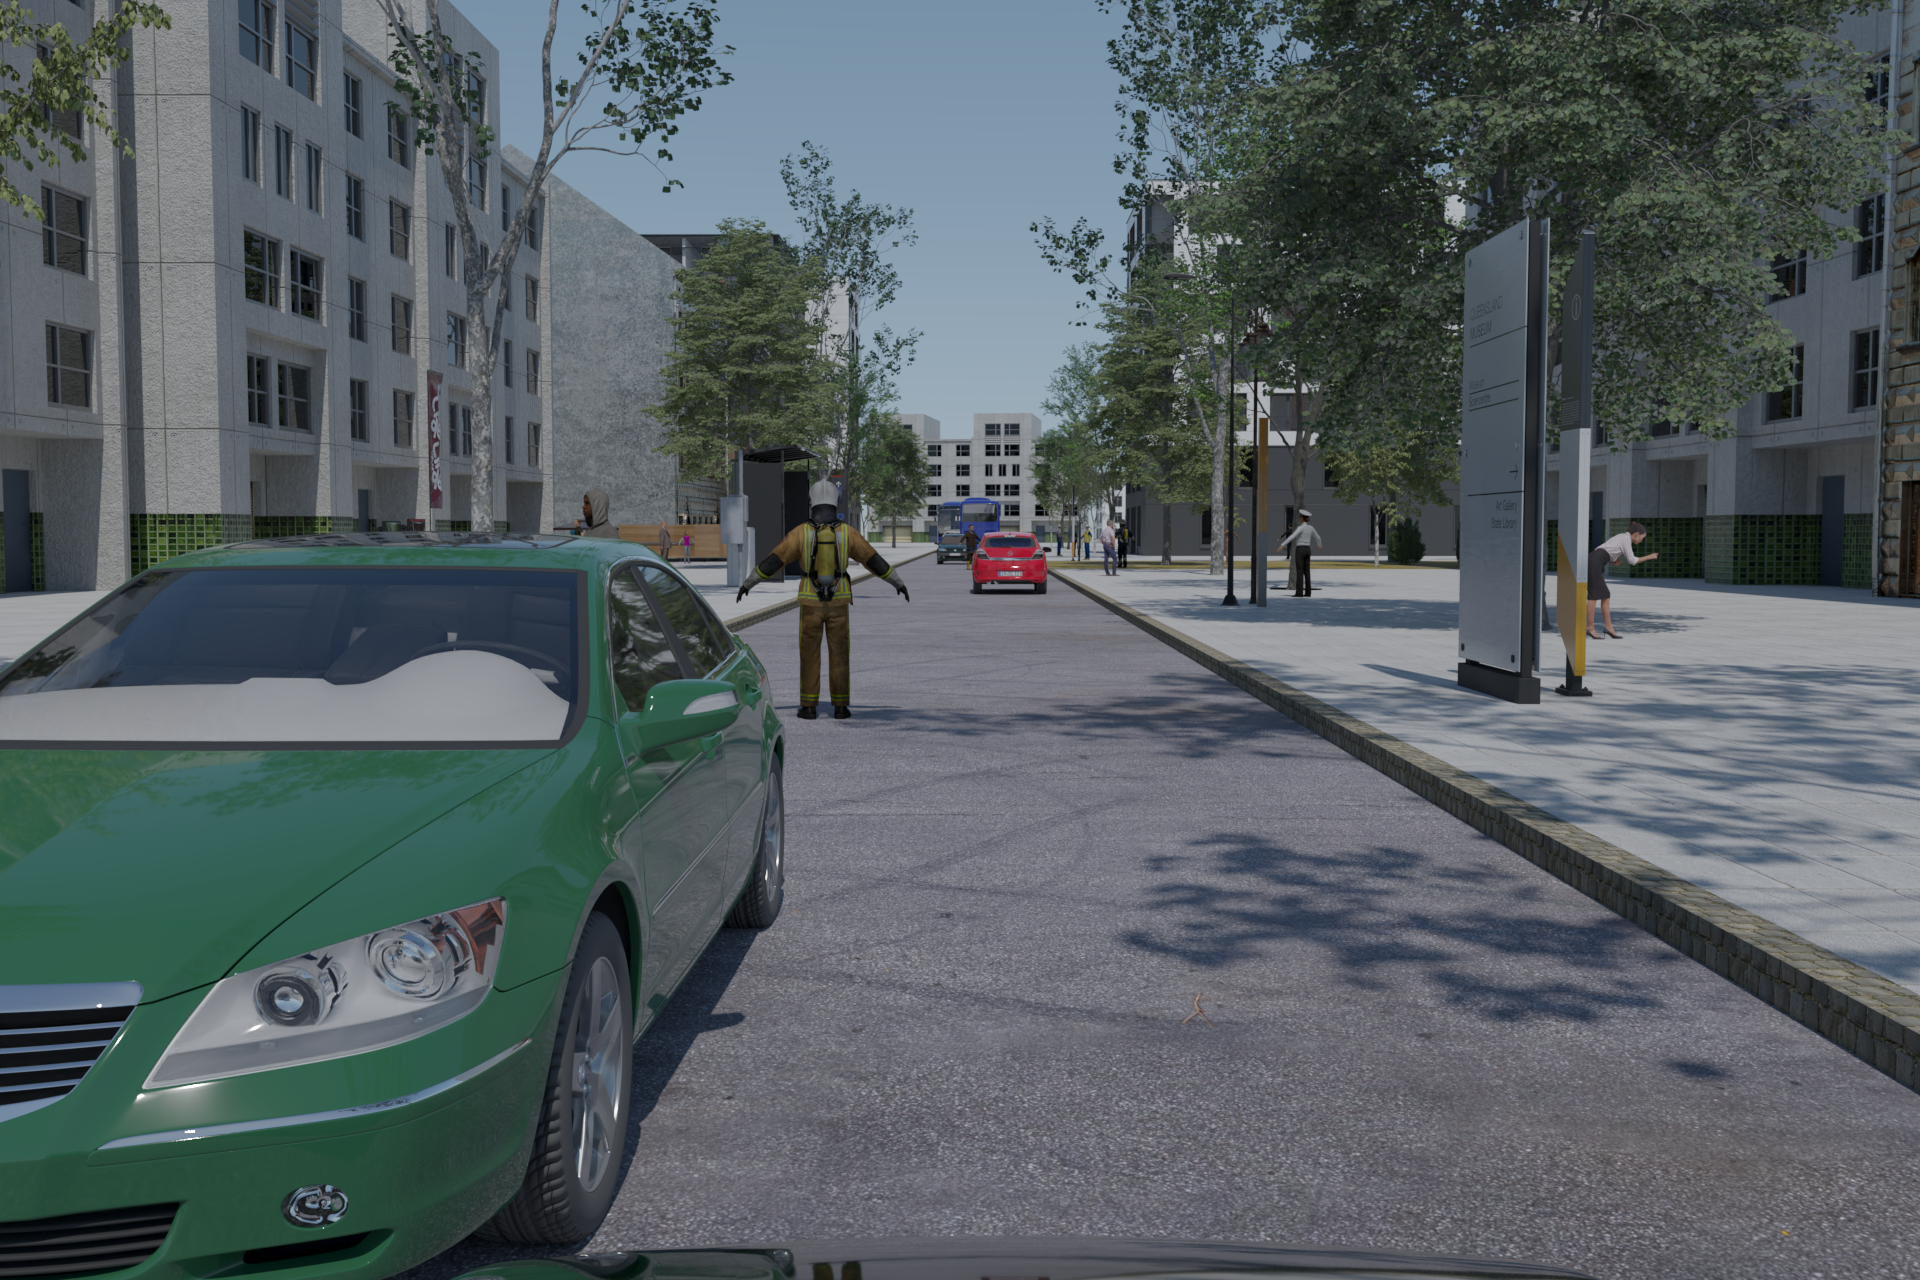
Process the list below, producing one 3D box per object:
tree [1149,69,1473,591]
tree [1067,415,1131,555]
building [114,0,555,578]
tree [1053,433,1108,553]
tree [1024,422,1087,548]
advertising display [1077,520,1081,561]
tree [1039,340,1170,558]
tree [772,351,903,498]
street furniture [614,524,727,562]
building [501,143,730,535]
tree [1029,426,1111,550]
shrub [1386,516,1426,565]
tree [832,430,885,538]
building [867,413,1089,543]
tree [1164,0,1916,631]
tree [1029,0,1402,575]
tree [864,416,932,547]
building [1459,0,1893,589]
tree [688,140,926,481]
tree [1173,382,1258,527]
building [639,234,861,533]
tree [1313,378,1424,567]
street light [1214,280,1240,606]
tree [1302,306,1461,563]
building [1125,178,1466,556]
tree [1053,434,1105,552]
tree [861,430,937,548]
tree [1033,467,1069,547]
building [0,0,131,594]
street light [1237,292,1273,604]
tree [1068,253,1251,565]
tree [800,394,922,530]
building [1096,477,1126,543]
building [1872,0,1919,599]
[{"bbox_3d":[7.775,-6.940,39.232,9.928,11.665,9.643,0,3,0],"label":"tree"},{"bbox_3d":[8.255,-9.551,106.513,4.360,8.622,3.978,0,3,0],"label":"tree"},{"bbox_3d":[-25.311,-11.563,55.511,16.747,18.905,31.486,0,4,1],"label":"building"},{"bbox_3d":[7.871,-10.123,115.867,4.360,8.622,3.978,0,3,0],"label":"tree"},{"bbox_3d":[9.448,-14.211,158.106,9.928,11.665,9.643,0,3,0],"label":"tree"},{"bbox_3d":[5.621,-4.684,81.790,0.123,1.923,0.974,0,4,0],"label":"advertising display"},{"bbox_3d":[8.096,-10.207,92.634,9.928,11.665,9.643,0,3,0],"label":"tree"},{"bbox_3d":[-7.048,-10.601,99.087,9.928,11.665,9.643,0,3,0],"label":"tree"},{"bbox_3d":[-12.352,-4.657,82.988,9.812,1.723,11.010,-1,4,-16],"label":"street furniture"},{"bbox_3d":[-25.084,-16.888,107.043,19.493,23.208,18.063,0,4,1],"label":"building"},{"bbox_3d":[9.321,-12.780,143.368,7.601,10.594,8.767,-1,4,-12],"label":"tree"},{"bbox_3d":[18.511,-4.145,71.807,1.661,2.075,1.752,0,3,0],"label":"shrub"},{"bbox_3d":[-6.474,-10.035,114.429,4.737,8.622,4.395,0,3,0],"label":"tree"},{"bbox_3d":[3.080,-23.918,259.971,31.486,18.905,16.747,0,4,8],"label":"building"},{"bbox_3d":[7.514,-7.115,22.989,9.857,13.997,8.962,0,3,0],"label":"tree"},{"bbox_3d":[8.617,-12.170,54.869,12.611,20.169,13.585,0,3,0],"label":"tree"},{"bbox_3d":[-6.192,-15.219,166.957,7.486,12.596,7.792,0,3,0],"label":"tree"},{"bbox_3d":[27.756,-11.298,51.181,16.747,18.905,31.486,0,4,0],"label":"building"},{"bbox_3d":[-7.847,-14.097,86.378,12.611,20.169,13.585,0,3,0],"label":"tree"},{"bbox_3d":[11.914,-7.946,80.284,4.737,8.622,4.395,0,3,0],"label":"tree"},{"bbox_3d":[-22.703,-17.773,134.566,27.936,21.610,32.646,0,4,0],"label":"building"},{"bbox_3d":[16.152,-7.164,67.498,4.737,8.622,4.395,0,3,0],"label":"tree"},{"bbox_3d":[5.392,-3.569,30.899,1.470,5.913,1.316,0,4,1],"label":"street light"},{"bbox_3d":[19.085,-9.763,77.747,7.486,12.596,7.792,0,3,0],"label":"tree"},{"bbox_3d":[24.868,-16.647,116.159,27.936,21.610,32.646,0,4,1],"label":"building"},{"bbox_3d":[8.593,-10.489,121.860,4.360,8.622,3.978,0,3,0],"label":"tree"},{"bbox_3d":[-6.003,-13.515,155.386,8.767,10.594,7.601,1,4,8],"label":"tree"},{"bbox_3d":[9.027,-13.409,169.604,4.737,8.622,4.395,0,3,0],"label":"tree"},{"bbox_3d":[-27.105,-9.568,22.900,16.747,18.905,31.486,0,3,0],"label":"building"},{"bbox_3d":[5.400,-3.603,31.691,0.468,5.910,1.993,0,4,1],"label":"street light"},{"bbox_3d":[8.303,-9.353,71.051,7.486,12.596,7.792,0,3,0],"label":"tree"},{"bbox_3d":[-6.446,-10.606,107.824,8.767,10.594,7.601,0,4,4],"label":"tree"},{"bbox_3d":[24.034,-18.103,238.123,9.099,9.664,28.070,0,4,1],"label":"building"},{"bbox_3d":[27.773,-11.904,25.568,19.493,23.208,18.063,0,4,1],"label":"building"}]
